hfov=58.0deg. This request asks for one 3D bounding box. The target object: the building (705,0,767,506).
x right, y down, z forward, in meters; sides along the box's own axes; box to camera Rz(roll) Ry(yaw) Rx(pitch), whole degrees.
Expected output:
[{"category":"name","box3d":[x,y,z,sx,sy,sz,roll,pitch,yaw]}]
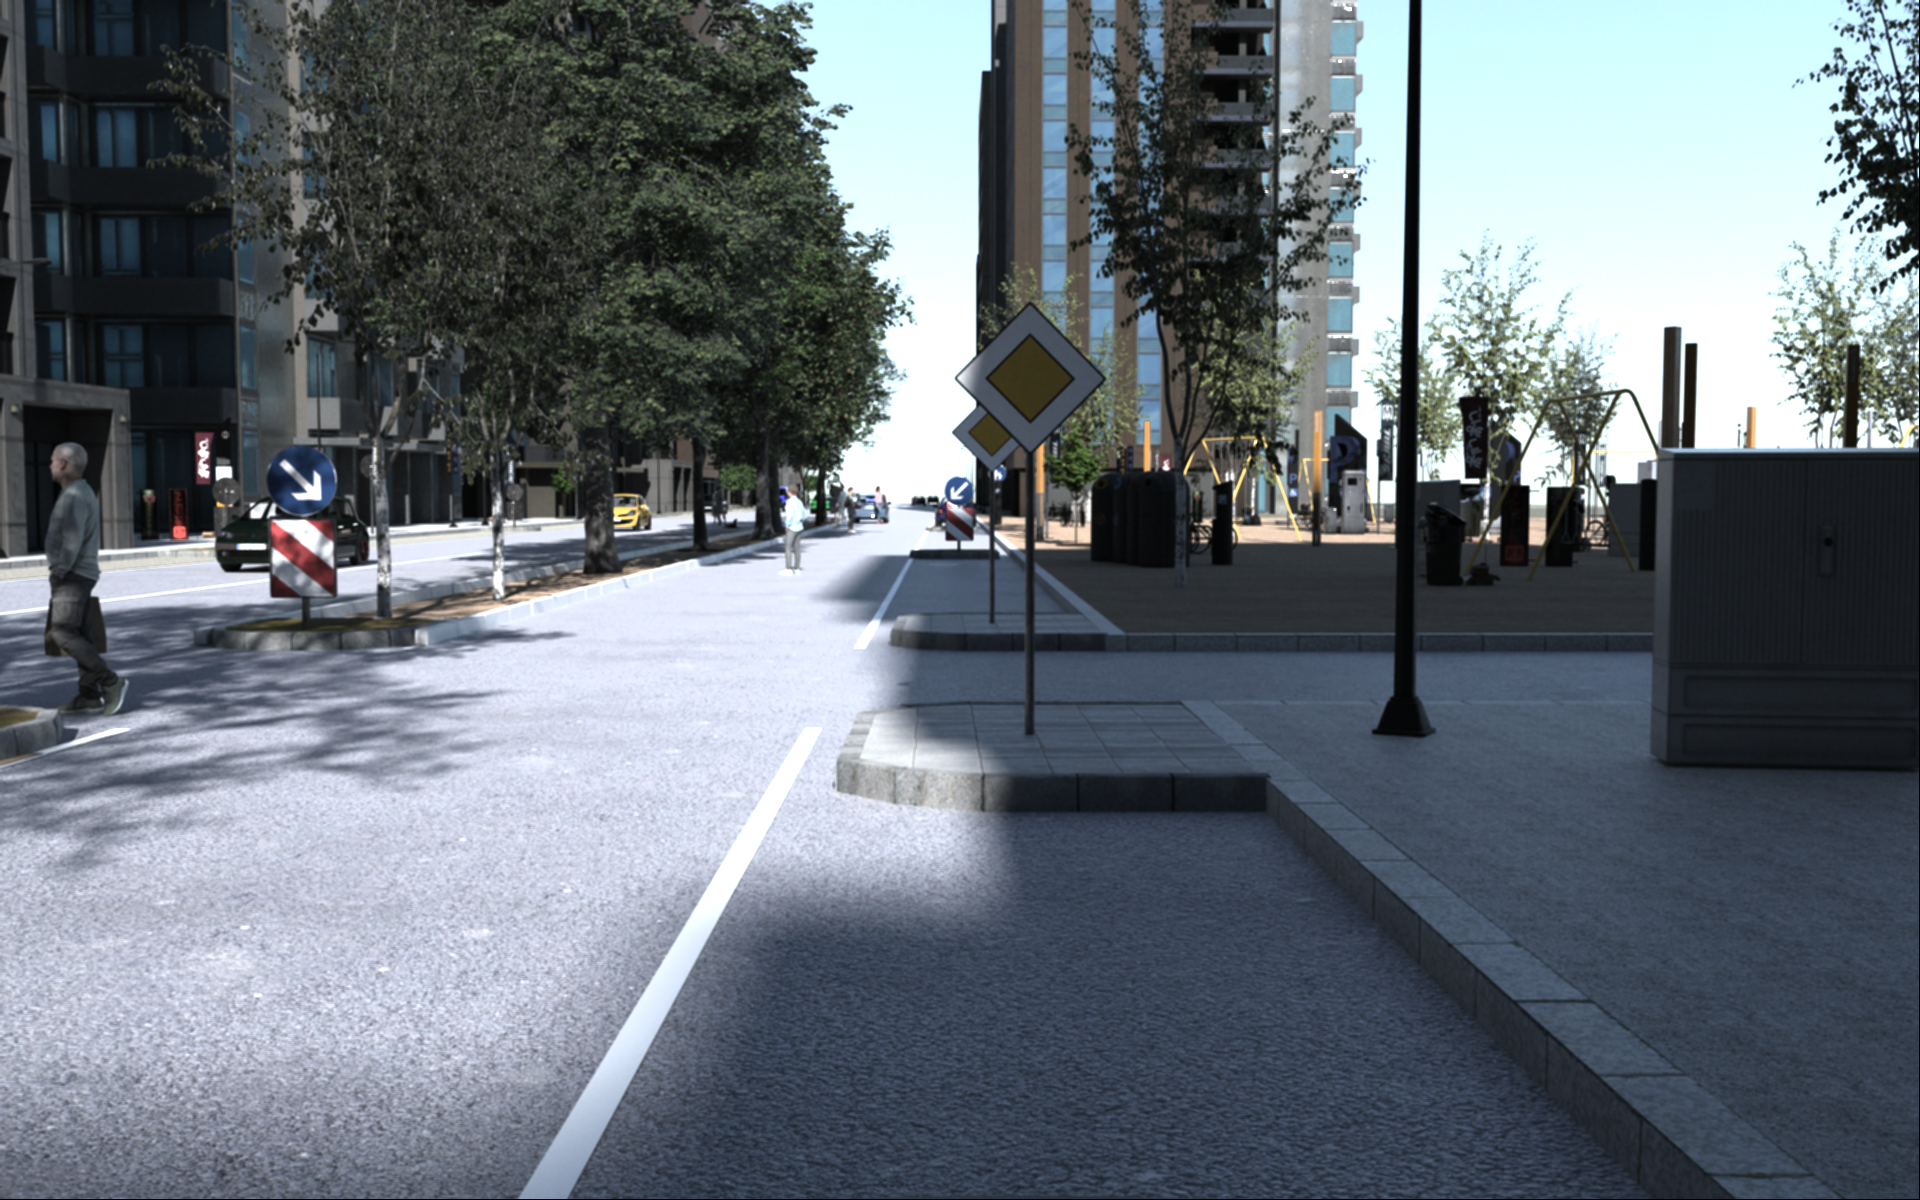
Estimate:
[{"category":"building","box3d":[-35.612,-36.733,189.824,28.713,52.752,27.495,0,4,0]}]

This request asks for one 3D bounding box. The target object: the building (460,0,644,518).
[{"category":"building","box3d":[-31.922,-27.607,105.993,22.147,44.769,28.867,0,4,0]}]

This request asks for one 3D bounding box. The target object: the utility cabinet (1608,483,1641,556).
[{"category":"utility cabinet","box3d":[13.990,-1.649,35.636,1.173,1.500,0.318,2,4,28]}]

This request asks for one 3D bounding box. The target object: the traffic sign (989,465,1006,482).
[{"category":"traffic sign","box3d":[1.625,-4.586,75.087,0.768,2.556,0.104,0,4,5]}]

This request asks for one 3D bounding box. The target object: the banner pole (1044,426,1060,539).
[{"category":"banner pole","box3d":[2.609,-3.620,49.204,0.401,3.779,0.863,-2,4,-33]}]

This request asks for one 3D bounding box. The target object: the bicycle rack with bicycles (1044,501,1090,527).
[{"category":"bicycle rack with bicycles","box3d":[3.823,-3.328,67.787,2.852,0.926,2.925,0,4,6]}]

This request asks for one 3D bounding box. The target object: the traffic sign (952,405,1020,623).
[{"category":"traffic sign","box3d":[0.315,-0.827,17.160,0.795,2.450,0.064,0,4,0]}]

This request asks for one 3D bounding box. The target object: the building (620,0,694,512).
[{"category":"building","box3d":[-30.516,-42.302,129.890,20.563,71.187,20.611,0,4,0]}]

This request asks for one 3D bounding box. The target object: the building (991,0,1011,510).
[{"category":"building","box3d":[13.205,-37.338,152.477,21.231,58.520,28.212,0,4,0]}]

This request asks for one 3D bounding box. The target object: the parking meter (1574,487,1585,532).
[{"category":"parking meter","box3d":[20.915,-3.066,58.548,0.372,1.533,0.369,0,3,0]}]

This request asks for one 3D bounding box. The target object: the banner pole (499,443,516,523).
[{"category":"banner pole","box3d":[-19.814,-5.255,75.928,0.401,3.779,0.863,3,5,42]}]

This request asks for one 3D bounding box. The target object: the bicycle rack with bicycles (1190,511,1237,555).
[{"category":"bicycle rack with bicycles","box3d":[4.543,-1.465,37.337,2.925,0.926,2.852,0,4,-6]}]

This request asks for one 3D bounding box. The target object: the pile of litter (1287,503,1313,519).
[{"category":"pile of litter","box3d":[17.849,-4.632,89.706,1.719,0.858,1.176,3,4,36]}]

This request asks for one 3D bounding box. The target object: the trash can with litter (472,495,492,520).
[{"category":"trash can with litter","box3d":[-24.009,-4.701,87.920,1.678,1.210,2.233,-2,4,-34]}]

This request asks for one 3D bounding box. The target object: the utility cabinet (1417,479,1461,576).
[{"category":"utility cabinet","box3d":[7.328,-1.099,26.642,0.318,1.500,1.173,0,4,-4]}]

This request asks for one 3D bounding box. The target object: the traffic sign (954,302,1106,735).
[{"category":"traffic sign","box3d":[0.368,-0.338,9.175,0.795,2.450,0.064,0,4,0]}]

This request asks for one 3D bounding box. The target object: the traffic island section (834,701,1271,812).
[{"category":"traffic island section","box3d":[0.392,0.797,9.252,2.009,0.180,2.903,0,4,0]}]

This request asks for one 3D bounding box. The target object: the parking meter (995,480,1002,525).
[{"category":"parking meter","box3d":[1.530,-4.081,72.437,0.399,1.863,0.255,-1,4,-13]}]

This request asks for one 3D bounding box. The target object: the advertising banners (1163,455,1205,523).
[{"category":"advertising banners","box3d":[9.862,-4.937,76.913,2.074,3.025,0.090,2,4,27]}]

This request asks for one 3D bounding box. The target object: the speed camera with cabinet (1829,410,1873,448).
[{"category":"speed camera with cabinet","box3d":[20.750,-2.842,40.808,2.038,3.252,0.660,0,4,7]}]

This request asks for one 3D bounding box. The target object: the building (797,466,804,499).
[{"category":"building","box3d":[-29.211,-36.072,239.886,14.600,45.320,14.200,0,4,0]}]

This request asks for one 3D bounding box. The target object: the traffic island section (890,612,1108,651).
[{"category":"traffic island section","box3d":[0.338,0.308,17.237,2.009,0.180,2.903,0,4,0]}]

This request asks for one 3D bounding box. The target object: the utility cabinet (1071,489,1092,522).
[{"category":"utility cabinet","box3d":[5.575,-4.324,79.374,0.318,1.500,1.173,-3,4,-36]}]

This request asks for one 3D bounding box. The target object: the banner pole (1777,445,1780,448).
[{"category":"banner pole","box3d":[41.771,-6.057,89.046,0.863,3.779,0.401,2,4,29]}]

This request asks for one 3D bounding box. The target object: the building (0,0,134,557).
[{"category":"building","box3d":[-29.608,-36.437,33.995,20.563,71.187,20.611,0,4,0]}]

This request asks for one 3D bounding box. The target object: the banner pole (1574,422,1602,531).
[{"category":"banner pole","box3d":[21.732,-4.301,60.336,0.401,3.779,0.863,-2,4,-35]}]

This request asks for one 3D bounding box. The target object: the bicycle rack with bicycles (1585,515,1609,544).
[{"category":"bicycle rack with bicycles","box3d":[16.897,-1.792,42.677,2.925,0.926,2.852,0,4,3]}]

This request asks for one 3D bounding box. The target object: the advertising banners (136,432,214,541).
[{"category":"advertising banners","box3d":[-21.809,-3.182,48.216,2.074,3.025,0.090,-3,4,-39]}]

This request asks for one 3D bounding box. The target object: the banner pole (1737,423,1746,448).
[{"category":"banner pole","box3d":[27.787,-4.365,61.383,0.863,3.779,0.401,0,4,-7]}]

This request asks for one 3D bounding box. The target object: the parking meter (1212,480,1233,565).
[{"category":"parking meter","box3d":[4.769,-1.410,31.463,0.372,1.533,0.369,0,3,0]}]

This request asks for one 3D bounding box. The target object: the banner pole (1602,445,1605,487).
[{"category":"banner pole","box3d":[28.373,-5.308,76.808,0.863,3.779,0.401,-3,4,-39]}]

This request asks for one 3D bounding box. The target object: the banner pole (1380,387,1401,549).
[{"category":"banner pole","box3d":[10.097,-3.090,40.544,0.863,3.779,0.401,-2,4,-35]}]

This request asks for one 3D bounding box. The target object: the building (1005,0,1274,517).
[{"category":"building","box3d":[9.807,-27.559,100.693,14.600,45.320,14.200,0,4,0]}]

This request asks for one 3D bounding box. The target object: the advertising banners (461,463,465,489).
[{"category":"advertising banners","box3d":[-26.578,-5.749,90.180,2.074,3.025,0.090,1,4,18]}]

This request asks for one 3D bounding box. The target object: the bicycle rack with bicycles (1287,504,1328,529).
[{"category":"bicycle rack with bicycles","box3d":[13.629,-3.122,64.420,2.925,0.926,2.852,-1,4,-17]}]

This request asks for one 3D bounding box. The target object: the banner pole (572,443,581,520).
[{"category":"banner pole","box3d":[-19.036,-5.856,85.764,0.401,3.779,0.863,-1,4,-18]}]

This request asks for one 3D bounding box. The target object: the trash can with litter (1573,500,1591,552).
[{"category":"trash can with litter","box3d":[13.654,-1.664,38.600,0.624,1.170,1.055,3,5,40]}]

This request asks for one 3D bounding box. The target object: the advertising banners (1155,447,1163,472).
[{"category":"advertising banners","box3d":[7.097,-4.181,64.554,0.090,3.025,2.074,2,4,25]}]

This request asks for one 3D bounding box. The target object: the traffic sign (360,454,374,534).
[{"category":"traffic sign","box3d":[-18.897,-3.396,55.631,0.768,2.556,0.104,0,4,2]}]

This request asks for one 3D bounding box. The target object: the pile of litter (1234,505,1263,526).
[{"category":"pile of litter","box3d":[11.508,-3.448,70.334,1.719,0.858,1.176,0,4,-5]}]

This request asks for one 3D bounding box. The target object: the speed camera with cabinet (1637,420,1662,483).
[{"category":"speed camera with cabinet","box3d":[19.306,-3.216,46.911,2.038,3.252,0.660,-2,4,-24]}]

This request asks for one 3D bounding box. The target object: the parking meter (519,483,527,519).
[{"category":"parking meter","box3d":[-22.676,-5.140,89.752,0.399,1.863,0.255,1,4,15]}]

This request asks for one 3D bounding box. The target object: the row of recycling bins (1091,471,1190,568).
[{"category":"row of recycling bins","box3d":[3.307,-1.508,31.766,1.069,1.692,3.534,-1,4,-14]}]

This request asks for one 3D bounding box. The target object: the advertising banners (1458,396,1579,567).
[{"category":"advertising banners","box3d":[9.914,-2.117,30.802,2.074,3.025,0.090,1,4,19]}]

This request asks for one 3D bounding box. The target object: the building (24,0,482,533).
[{"category":"building","box3d":[-33.178,-27.432,68.118,23.786,49.044,30.456,0,4,0]}]

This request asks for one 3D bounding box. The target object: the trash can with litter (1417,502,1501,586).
[{"category":"trash can with litter","box3d":[7.030,-0.797,24.422,1.055,1.170,0.624,0,4,-8]}]

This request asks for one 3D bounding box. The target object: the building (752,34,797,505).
[{"category":"building","box3d":[-32.443,-41.354,218.136,21.231,58.520,28.212,0,4,0]}]

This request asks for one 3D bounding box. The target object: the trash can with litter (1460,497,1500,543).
[{"category":"trash can with litter","box3d":[13.650,-2.116,45.656,2.233,1.210,1.678,0,4,-7]}]

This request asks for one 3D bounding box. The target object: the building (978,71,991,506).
[{"category":"building","box3d":[12.852,-34.697,190.996,21.300,48.544,21.600,0,4,0]}]

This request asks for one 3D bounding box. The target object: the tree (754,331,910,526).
[{"category":"tree","box3d":[-6.410,-8.588,77.286,8.767,10.594,7.601,0,4,0]}]

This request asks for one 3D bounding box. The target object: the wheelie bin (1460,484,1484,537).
[{"category":"wheelie bin","box3d":[15.291,-2.691,51.900,0.980,1.594,0.693,0,3,0]}]

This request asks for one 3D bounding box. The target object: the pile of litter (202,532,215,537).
[{"category":"pile of litter","box3d":[-21.840,-2.283,51.295,1.176,0.858,1.719,-2,4,-26]}]

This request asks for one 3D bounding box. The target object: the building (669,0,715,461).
[{"category":"building","box3d":[-28.617,-30.456,148.065,14.600,45.320,14.200,0,4,0]}]

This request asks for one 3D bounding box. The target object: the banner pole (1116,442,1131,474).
[{"category":"banner pole","box3d":[7.907,-5.698,83.174,0.863,3.779,0.401,1,4,20]}]

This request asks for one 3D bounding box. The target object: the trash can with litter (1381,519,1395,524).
[{"category":"trash can with litter","box3d":[18.647,-3.858,74.133,1.678,1.210,2.233,1,4,21]}]

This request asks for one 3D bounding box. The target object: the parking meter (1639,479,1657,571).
[{"category":"parking meter","box3d":[11.633,-1.267,29.122,0.372,1.533,0.369,0,3,0]}]

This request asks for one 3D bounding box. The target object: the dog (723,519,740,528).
[{"category":"dog","box3d":[-9.578,-3.205,72.600,0.748,0.427,0.550,3,4,38]}]

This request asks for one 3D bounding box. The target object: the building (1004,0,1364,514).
[{"category":"building","box3d":[15.165,-30.782,122.902,23.786,49.044,30.456,0,4,0]}]

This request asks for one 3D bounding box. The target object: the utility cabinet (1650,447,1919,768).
[{"category":"utility cabinet","box3d":[3.913,0.033,8.138,1.173,1.500,0.318,0,4,8]}]
